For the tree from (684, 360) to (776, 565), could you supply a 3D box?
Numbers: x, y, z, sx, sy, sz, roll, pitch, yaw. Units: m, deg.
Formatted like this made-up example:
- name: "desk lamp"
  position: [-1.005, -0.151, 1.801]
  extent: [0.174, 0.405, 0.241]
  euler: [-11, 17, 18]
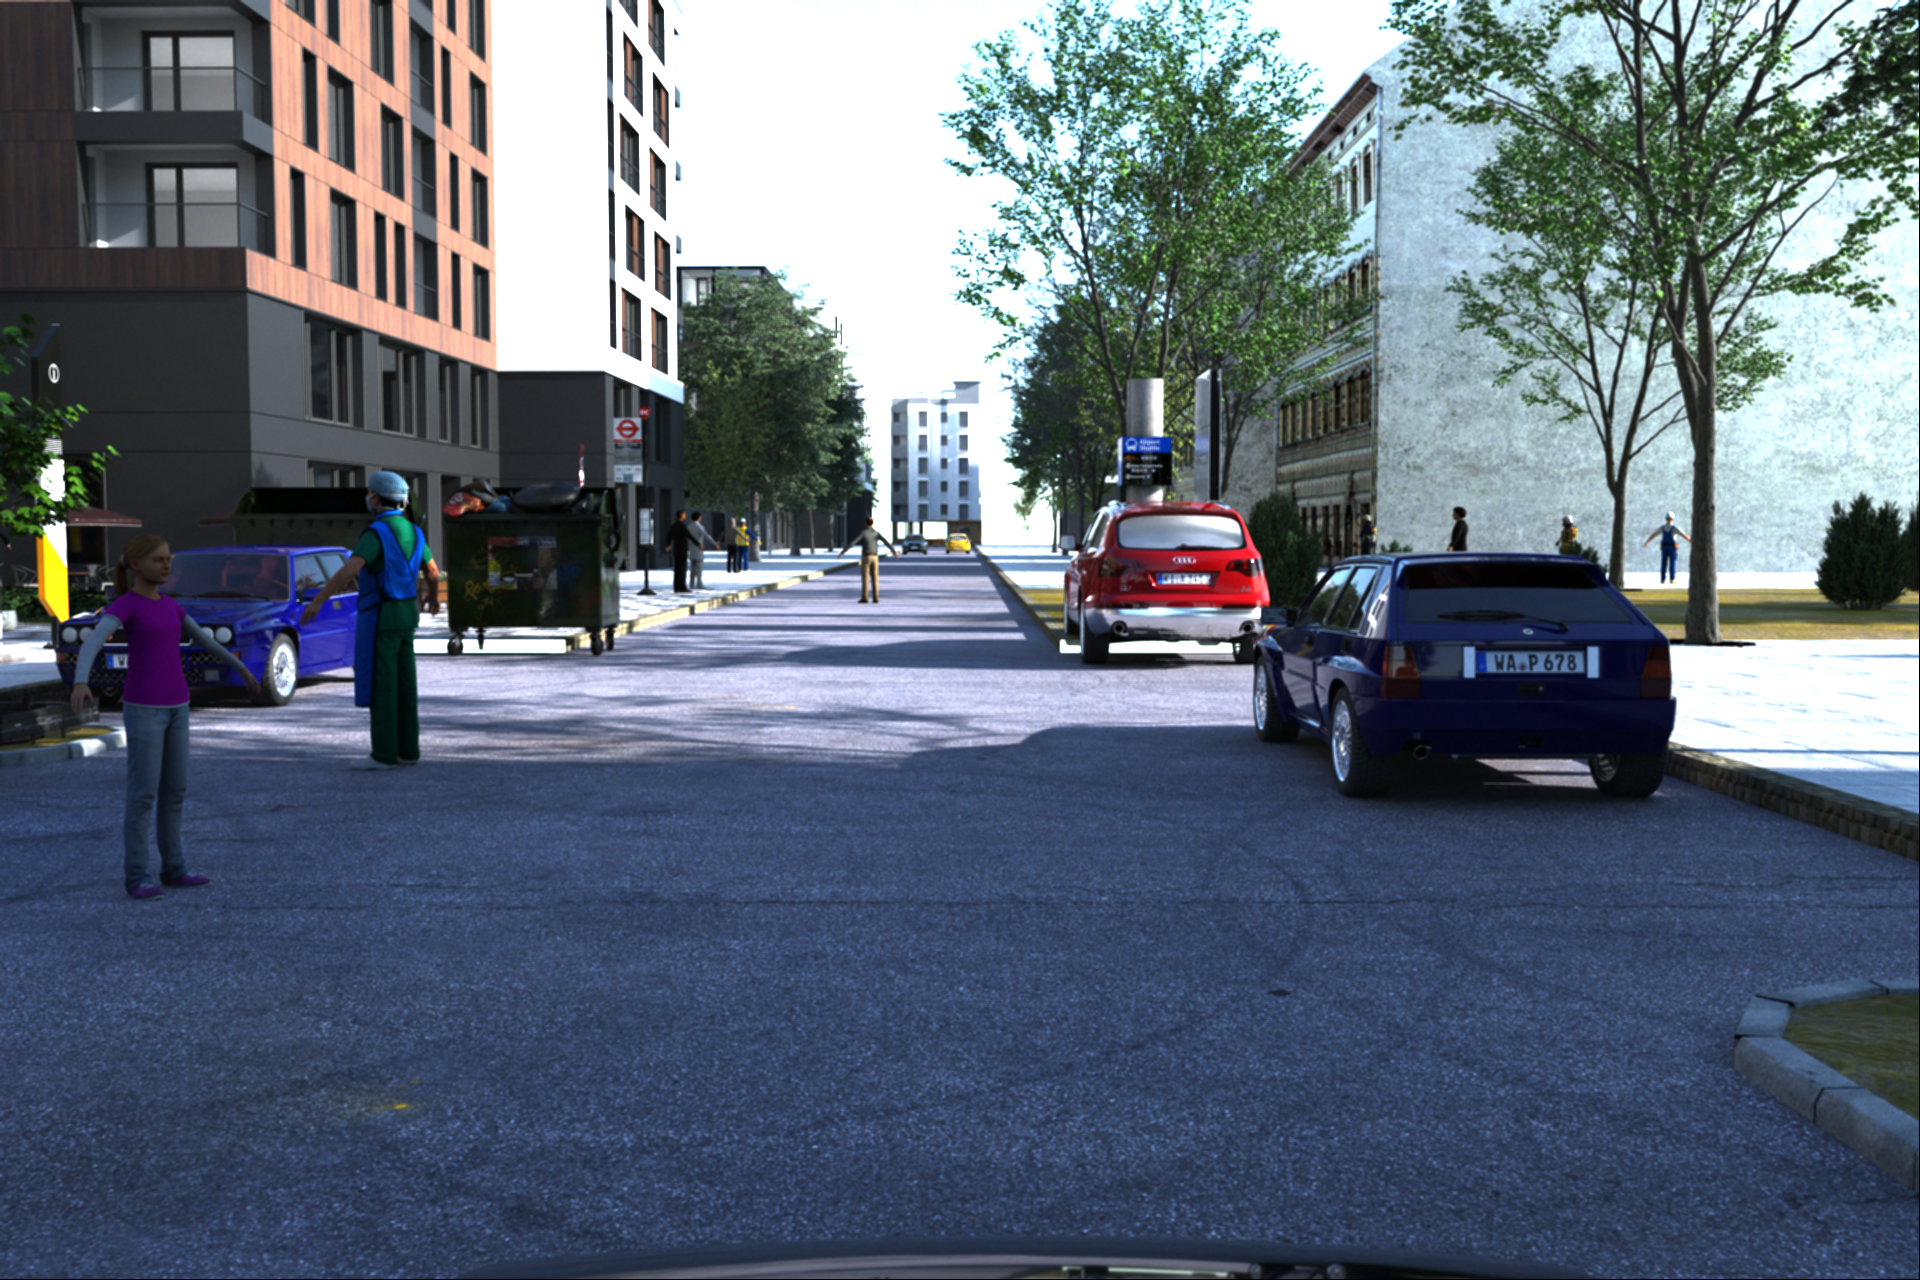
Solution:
- name: "tree"
  position: [-9.538, -7.462, 72.365]
  extent: [4.737, 8.622, 4.395]
  euler: [0, 3, 0]

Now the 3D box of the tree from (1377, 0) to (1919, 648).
- name: "tree"
  position: [8.460, -5.754, 19.826]
  extent: [9.928, 11.665, 9.643]
  euler: [0, 3, 0]

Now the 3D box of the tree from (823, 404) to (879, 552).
- name: "tree"
  position: [-9.241, -12.031, 122.458]
  extent: [9.928, 11.665, 9.643]
  euler: [0, 3, 0]

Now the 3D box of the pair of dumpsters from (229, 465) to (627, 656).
- name: "pair of dumpsters"
  position: [-6.319, -0.966, 20.746]
  extent: [4.436, 2.255, 1.574]
  euler: [0, 4, 0]

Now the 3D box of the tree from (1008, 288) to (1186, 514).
- name: "tree"
  position: [5.785, -8.987, 72.698]
  extent: [9.928, 11.665, 9.643]
  euler: [0, 3, 0]

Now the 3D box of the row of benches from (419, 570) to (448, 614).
- name: "row of benches"
  position: [-9.099, -0.862, 29.562]
  extent: [1.422, 0.672, 4.104]
  euler: [-2, 4, -28]

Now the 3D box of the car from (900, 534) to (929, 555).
- name: "car"
  position: [-3.168, -6.857, 121.903]
  extent: [2.009, 1.686, 4.222]
  euler: [0, 4, 0]

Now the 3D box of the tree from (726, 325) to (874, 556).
- name: "tree"
  position: [-9.730, -11.897, 101.175]
  extent: [9.857, 13.997, 8.962]
  euler: [0, 3, 0]

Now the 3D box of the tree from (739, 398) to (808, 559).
- name: "tree"
  position: [-10.024, -8.496, 89.274]
  extent: [4.360, 8.622, 3.978]
  euler: [0, 3, 0]

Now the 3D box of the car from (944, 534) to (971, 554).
- name: "car"
  position: [-0.168, -7.120, 126.628]
  extent: [2.015, 1.641, 3.980]
  euler: [0, 4, -1]

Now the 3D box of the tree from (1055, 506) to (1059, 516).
- name: "tree"
  position: [14.418, -16.333, 217.409]
  extent: [4.360, 8.622, 3.978]
  euler: [0, 3, 0]

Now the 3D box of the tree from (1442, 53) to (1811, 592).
- name: "tree"
  position: [14.773, -6.908, 38.708]
  extent: [9.928, 11.665, 9.643]
  euler: [0, 3, 0]

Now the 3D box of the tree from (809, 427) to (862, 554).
- name: "tree"
  position: [-9.913, -10.885, 112.380]
  extent: [7.601, 10.594, 8.767]
  euler: [0, 4, -3]

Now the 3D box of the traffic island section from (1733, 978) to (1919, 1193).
- name: "traffic island section"
  position: [3.069, 1.138, 4.262]
  extent: [1.991, 0.108, 1.994]
  euler: [0, 4, 0]

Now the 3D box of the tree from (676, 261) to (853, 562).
- name: "tree"
  position: [-9.721, -10.630, 80.453]
  extent: [9.857, 13.997, 8.962]
  euler: [0, 3, 0]

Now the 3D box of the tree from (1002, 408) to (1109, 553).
- name: "tree"
  position: [6.493, -11.712, 117.251]
  extent: [9.928, 11.665, 9.643]
  euler: [0, 3, 0]

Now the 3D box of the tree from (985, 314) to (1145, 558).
- name: "tree"
  position: [6.368, -11.049, 91.022]
  extent: [12.009, 13.543, 11.850]
  euler: [0, 3, 0]

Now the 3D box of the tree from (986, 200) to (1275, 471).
- name: "tree"
  position: [6.129, -9.247, 61.561]
  extent: [12.009, 13.543, 11.850]
  euler: [0, 3, 0]

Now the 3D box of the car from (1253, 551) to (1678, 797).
- name: "car"
  position: [2.930, 0.110, 10.788]
  extent: [1.945, 1.354, 3.894]
  euler: [0, 4, 0]

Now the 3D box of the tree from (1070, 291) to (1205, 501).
- name: "tree"
  position: [5.594, -6.152, 50.947]
  extent: [4.737, 8.622, 4.395]
  euler: [0, 3, 0]

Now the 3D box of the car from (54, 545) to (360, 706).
- name: "car"
  position: [-6.471, -0.186, 15.620]
  extent: [1.945, 1.354, 3.894]
  euler: [0, 4, 0]

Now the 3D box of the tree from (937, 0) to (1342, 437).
- name: "tree"
  position: [3.426, -6.589, 33.491]
  extent: [9.928, 11.665, 9.643]
  euler: [0, 3, 0]

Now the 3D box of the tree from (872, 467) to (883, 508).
- name: "tree"
  position: [-13.268, -18.381, 218.652]
  extent: [7.486, 12.596, 7.792]
  euler: [0, 3, 0]

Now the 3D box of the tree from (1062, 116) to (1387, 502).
- name: "tree"
  position: [6.333, -7.107, 41.949]
  extent: [9.928, 11.665, 9.643]
  euler: [0, 3, 0]

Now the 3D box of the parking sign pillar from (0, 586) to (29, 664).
- name: "parking sign pillar"
  position: [-10.136, -1.758, 17.210]
  extent: [1.447, 3.967, 1.447]
  euler: [0, 3, 0]

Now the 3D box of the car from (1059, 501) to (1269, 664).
- name: "car"
  position: [2.350, -0.733, 20.656]
  extent: [2.281, 1.827, 5.304]
  euler: [0, 4, 0]

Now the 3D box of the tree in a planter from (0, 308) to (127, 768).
- name: "tree in a planter"
  position: [-6.634, -0.863, 11.330]
  extent: [1.991, 3.239, 1.994]
  euler: [0, 4, 1]

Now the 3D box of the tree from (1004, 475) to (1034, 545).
- name: "tree"
  position: [8.065, -16.031, 212.466]
  extent: [4.360, 8.622, 3.978]
  euler: [0, 3, 0]

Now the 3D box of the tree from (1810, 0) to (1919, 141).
- name: "tree"
  position: [8.101, -4.591, 9.473]
  extent: [7.601, 10.594, 8.767]
  euler: [0, 4, -5]

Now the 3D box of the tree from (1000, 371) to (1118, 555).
- name: "tree"
  position: [6.131, -11.441, 105.192]
  extent: [7.486, 12.596, 7.792]
  euler: [0, 3, 0]

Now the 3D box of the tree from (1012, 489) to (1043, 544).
- name: "tree"
  position: [8.488, -16.410, 218.669]
  extent: [4.737, 8.622, 4.395]
  euler: [0, 3, 0]
